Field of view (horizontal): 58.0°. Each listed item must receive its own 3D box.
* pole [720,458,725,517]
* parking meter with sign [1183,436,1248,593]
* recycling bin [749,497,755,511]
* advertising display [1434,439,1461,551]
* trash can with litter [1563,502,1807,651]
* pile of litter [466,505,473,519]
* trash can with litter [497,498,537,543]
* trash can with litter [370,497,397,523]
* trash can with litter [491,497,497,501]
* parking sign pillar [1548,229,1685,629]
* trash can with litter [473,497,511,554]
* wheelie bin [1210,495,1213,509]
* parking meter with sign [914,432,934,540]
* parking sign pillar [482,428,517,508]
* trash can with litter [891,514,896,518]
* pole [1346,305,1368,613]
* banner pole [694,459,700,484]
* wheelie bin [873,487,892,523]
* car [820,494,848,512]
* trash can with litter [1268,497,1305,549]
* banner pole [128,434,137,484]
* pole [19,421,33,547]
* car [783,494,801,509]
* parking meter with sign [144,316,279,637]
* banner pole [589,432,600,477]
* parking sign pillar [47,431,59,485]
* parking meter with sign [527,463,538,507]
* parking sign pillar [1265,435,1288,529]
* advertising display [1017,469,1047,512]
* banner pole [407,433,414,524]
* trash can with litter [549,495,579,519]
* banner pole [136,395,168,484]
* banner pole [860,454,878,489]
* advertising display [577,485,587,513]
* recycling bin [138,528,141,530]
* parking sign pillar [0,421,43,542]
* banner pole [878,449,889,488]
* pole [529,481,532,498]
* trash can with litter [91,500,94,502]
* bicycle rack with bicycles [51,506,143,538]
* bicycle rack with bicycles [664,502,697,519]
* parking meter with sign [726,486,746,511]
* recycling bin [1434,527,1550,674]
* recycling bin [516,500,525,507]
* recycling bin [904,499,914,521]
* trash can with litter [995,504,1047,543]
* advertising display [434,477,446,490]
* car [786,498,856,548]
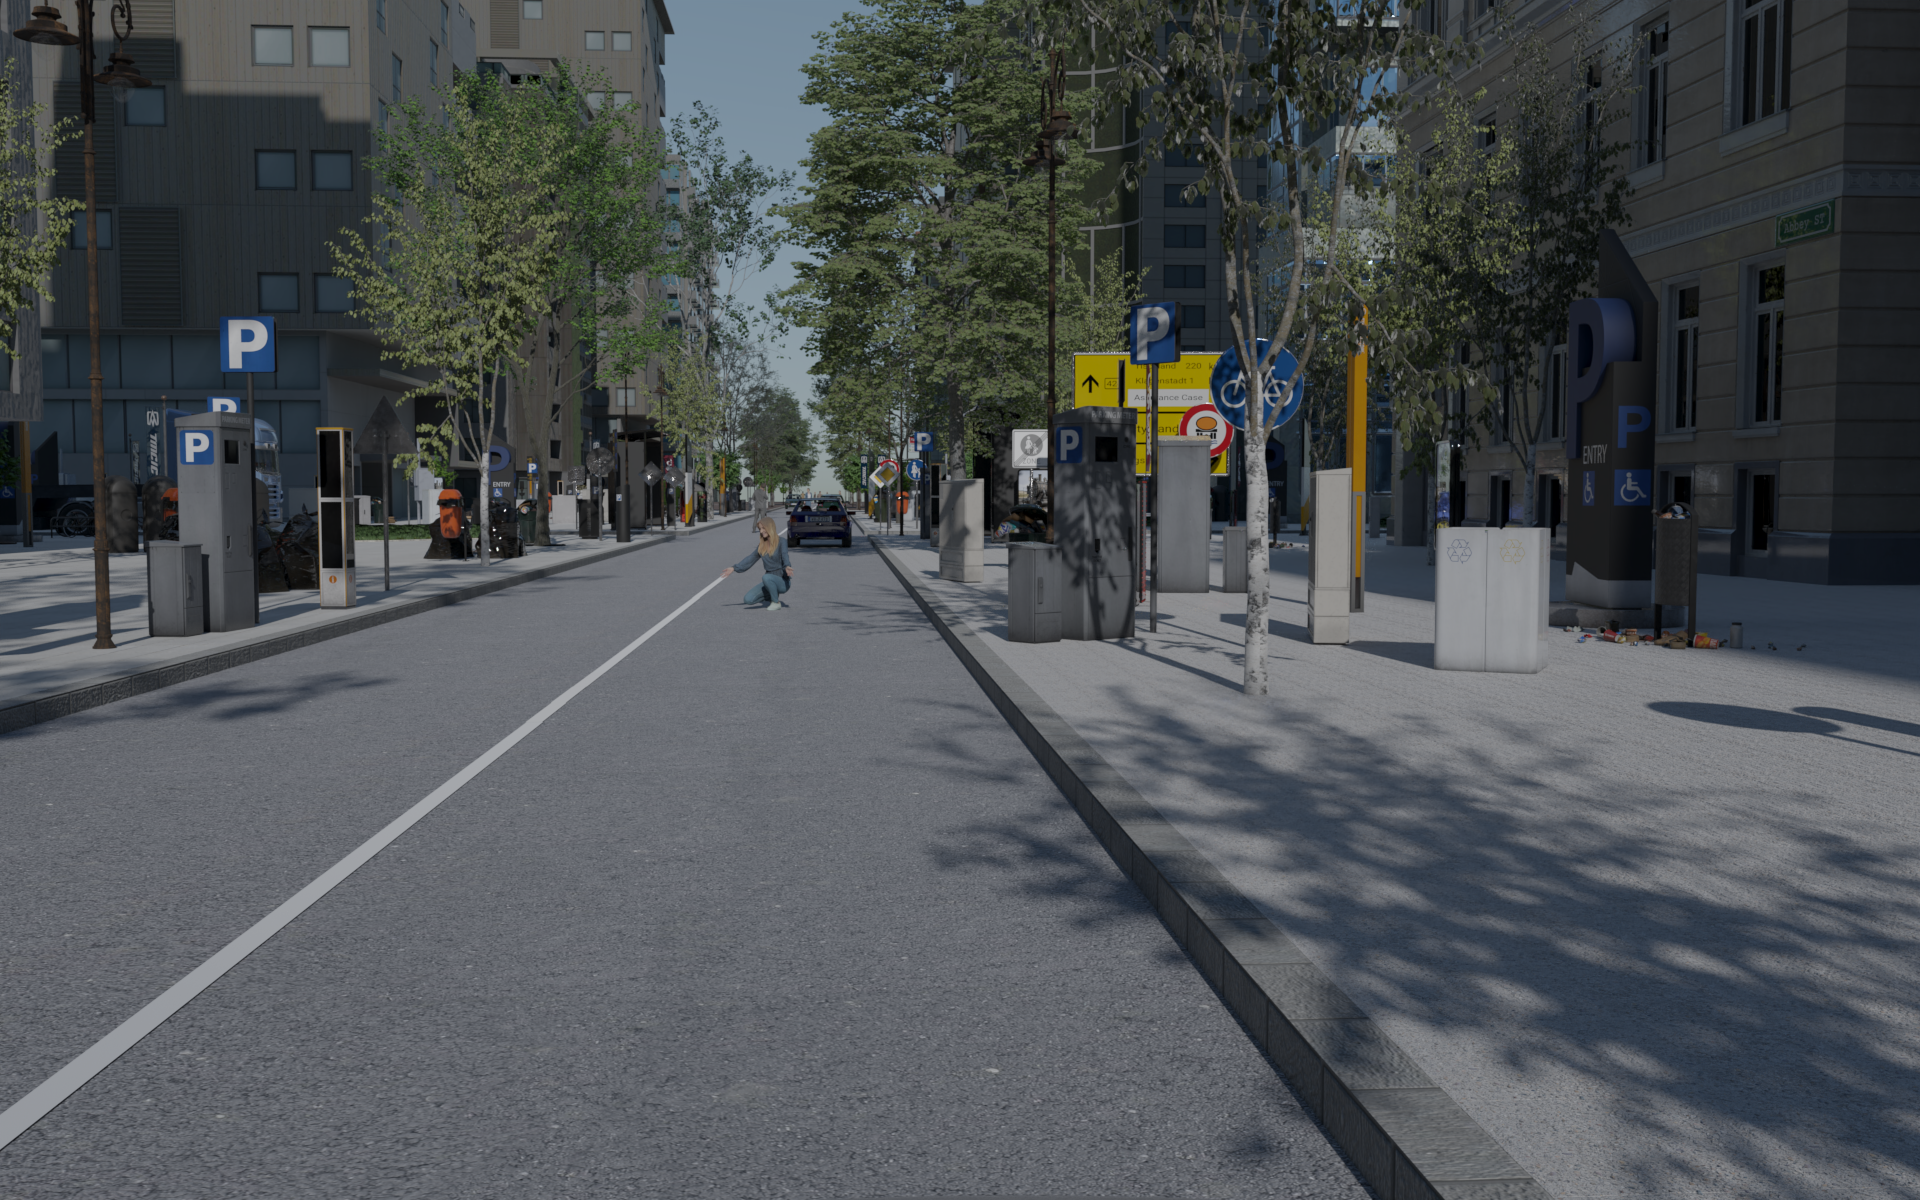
[{"bbox_3d":[-13.943,-6.574,101.324,0.158,3.312,0.155,0,3,0],"label":"pole"},{"bbox_3d":[2.916,-1.605,22.505,1.738,3.016,0.543,0,4,3],"label":"parking meter with sign"},{"bbox_3d":[-15.423,-7.215,130.524,0.722,1.027,0.722,2,4,33],"label":"recycling bin"},{"bbox_3d":[5.868,-0.959,20.887,0.123,1.923,0.974,0,4,5],"label":"advertising display"},{"bbox_3d":[6.119,-0.248,15.116,1.678,1.210,2.233,-1,4,-10],"label":"trash can with litter"},{"bbox_3d":[-24.585,-4.508,87.678,1.719,0.858,1.176,2,4,23],"label":"pile of litter"},{"bbox_3d":[-11.385,-2.057,45.012,1.055,1.170,0.624,3,5,41],"label":"trash can with litter"},{"bbox_3d":[-25.119,-3.918,75.451,0.624,1.170,1.055,3,4,38],"label":"trash can with litter"},{"bbox_3d":[-17.900,-3.361,66.335,0.624,1.170,1.055,0,4,2],"label":"trash can with litter"},{"bbox_3d":[6.411,-1.749,17.066,1.447,3.967,1.447,0,4,2],"label":"parking sign pillar"},{"bbox_3d":[-10.424,-1.622,37.579,2.233,1.210,1.678,-2,4,-30],"label":"trash can with litter"},{"bbox_3d":[7.127,-2.688,51.864,0.693,1.594,0.980,-3,5,-42],"label":"wheelie bin"},{"bbox_3d":[-0.852,-3.260,49.566,0.543,3.016,1.738,1,4,11],"label":"parking meter with sign"},{"bbox_3d":[-18.477,-4.948,69.370,1.447,3.967,1.447,0,4,-1],"label":"parking sign pillar"},{"bbox_3d":[-3.608,-4.993,93.022,0.624,1.170,1.055,-2,4,-29],"label":"trash can with litter"},{"bbox_3d":[4.275,-1.520,18.699,0.158,3.312,0.155,0,3,0],"label":"pole"},{"bbox_3d":[-17.367,-7.633,114.812,0.863,3.779,0.401,0,4,6],"label":"banner pole"},{"bbox_3d":[-3.432,-4.261,77.568,0.693,1.594,0.980,2,4,33],"label":"wheelie bin"},{"bbox_3d":[-7.443,-5.531,100.214,2.009,1.686,4.222,0,4,-5],"label":"car"},{"bbox_3d":[7.464,-1.876,41.727,1.678,1.210,2.233,1,4,13],"label":"trash can with litter"},{"bbox_3d":[-34.088,-4.985,71.524,0.863,3.779,0.401,2,4,33],"label":"banner pole"},{"bbox_3d":[-22.490,-2.928,41.709,0.158,3.312,0.155,0,3,0],"label":"pole"},{"bbox_3d":[-15.876,-9.534,165.674,2.009,1.686,4.222,0,4,-5],"label":"car"},{"bbox_3d":[-7.026,-1.223,16.260,0.543,3.016,1.738,0,4,3],"label":"parking meter with sign"},{"bbox_3d":[-14.711,-4.873,69.697,0.863,3.779,0.401,3,5,42],"label":"banner pole"},{"bbox_3d":[-38.987,-5.216,73.752,1.447,3.967,1.447,1,4,8],"label":"parking sign pillar"},{"bbox_3d":[-23.813,-6.183,97.351,0.543,3.016,1.738,-2,4,-29],"label":"parking meter with sign"},{"bbox_3d":[11.520,-4.656,64.601,1.447,3.967,1.447,-1,4,-11],"label":"parking sign pillar"},{"bbox_3d":[1.949,-2.399,44.430,0.974,1.923,0.123,1,4,22],"label":"advertising display"},{"bbox_3d":[-22.445,-4.936,70.717,0.401,3.779,0.863,0,4,4],"label":"banner pole"},{"bbox_3d":[-20.934,-4.817,89.807,2.233,1.210,1.678,-2,4,-33],"label":"trash can with litter"},{"bbox_3d":[-20.249,-3.289,43.792,0.401,3.779,0.863,1,4,19],"label":"banner pole"},{"bbox_3d":[-5.164,-6.471,95.810,0.863,3.779,0.401,-3,4,-36],"label":"banner pole"},{"bbox_3d":[-25.944,-6.986,119.432,0.974,1.923,0.123,-1,4,-17],"label":"advertising display"},{"bbox_3d":[-29.331,-3.072,62.786,0.722,1.027,0.722,1,4,21],"label":"recycling bin"},{"bbox_3d":[-25.406,-3.539,46.331,1.447,3.967,1.447,-1,4,-21],"label":"parking sign pillar"},{"bbox_3d":[-4.187,-6.493,96.172,0.863,3.779,0.401,-1,4,-9],"label":"banner pole"},{"bbox_3d":[-27.478,-7.158,110.880,0.158,3.312,0.155,0,3,0],"label":"pole"},{"bbox_3d":[-34.120,-3.460,67.966,0.624,1.170,1.055,3,5,42],"label":"trash can with litter"},{"bbox_3d":[-25.545,-2.316,51.251,2.925,0.926,2.852,1,4,11],"label":"bicycle rack with bicycles"},{"bbox_3d":[-15.251,-4.772,91.406,2.925,0.926,2.852,3,5,41],"label":"bicycle rack with bicycles"},{"bbox_3d":[-17.344,-8.396,133.538,1.738,3.016,0.543,-3,5,-41],"label":"parking meter with sign"},{"bbox_3d":[3.925,-0.013,12.761,0.722,1.027,0.722,2,4,25],"label":"recycling bin"},{"bbox_3d":[-19.630,-3.967,77.419,0.722,1.027,0.722,-2,4,-30],"label":"recycling bin"},{"bbox_3d":[-2.575,-4.234,81.780,0.722,1.027,0.722,0,4,6],"label":"recycling bin"},{"bbox_3d":[0.910,-0.528,20.022,0.624,1.170,1.055,2,4,30],"label":"trash can with litter"},{"bbox_3d":[-19.516,-3.630,64.572,0.974,1.923,0.123,3,4,37],"label":"advertising display"},{"bbox_3d":[-3.845,-2.150,47.732,1.945,1.354,3.894,0,4,-3],"label":"car"}]
